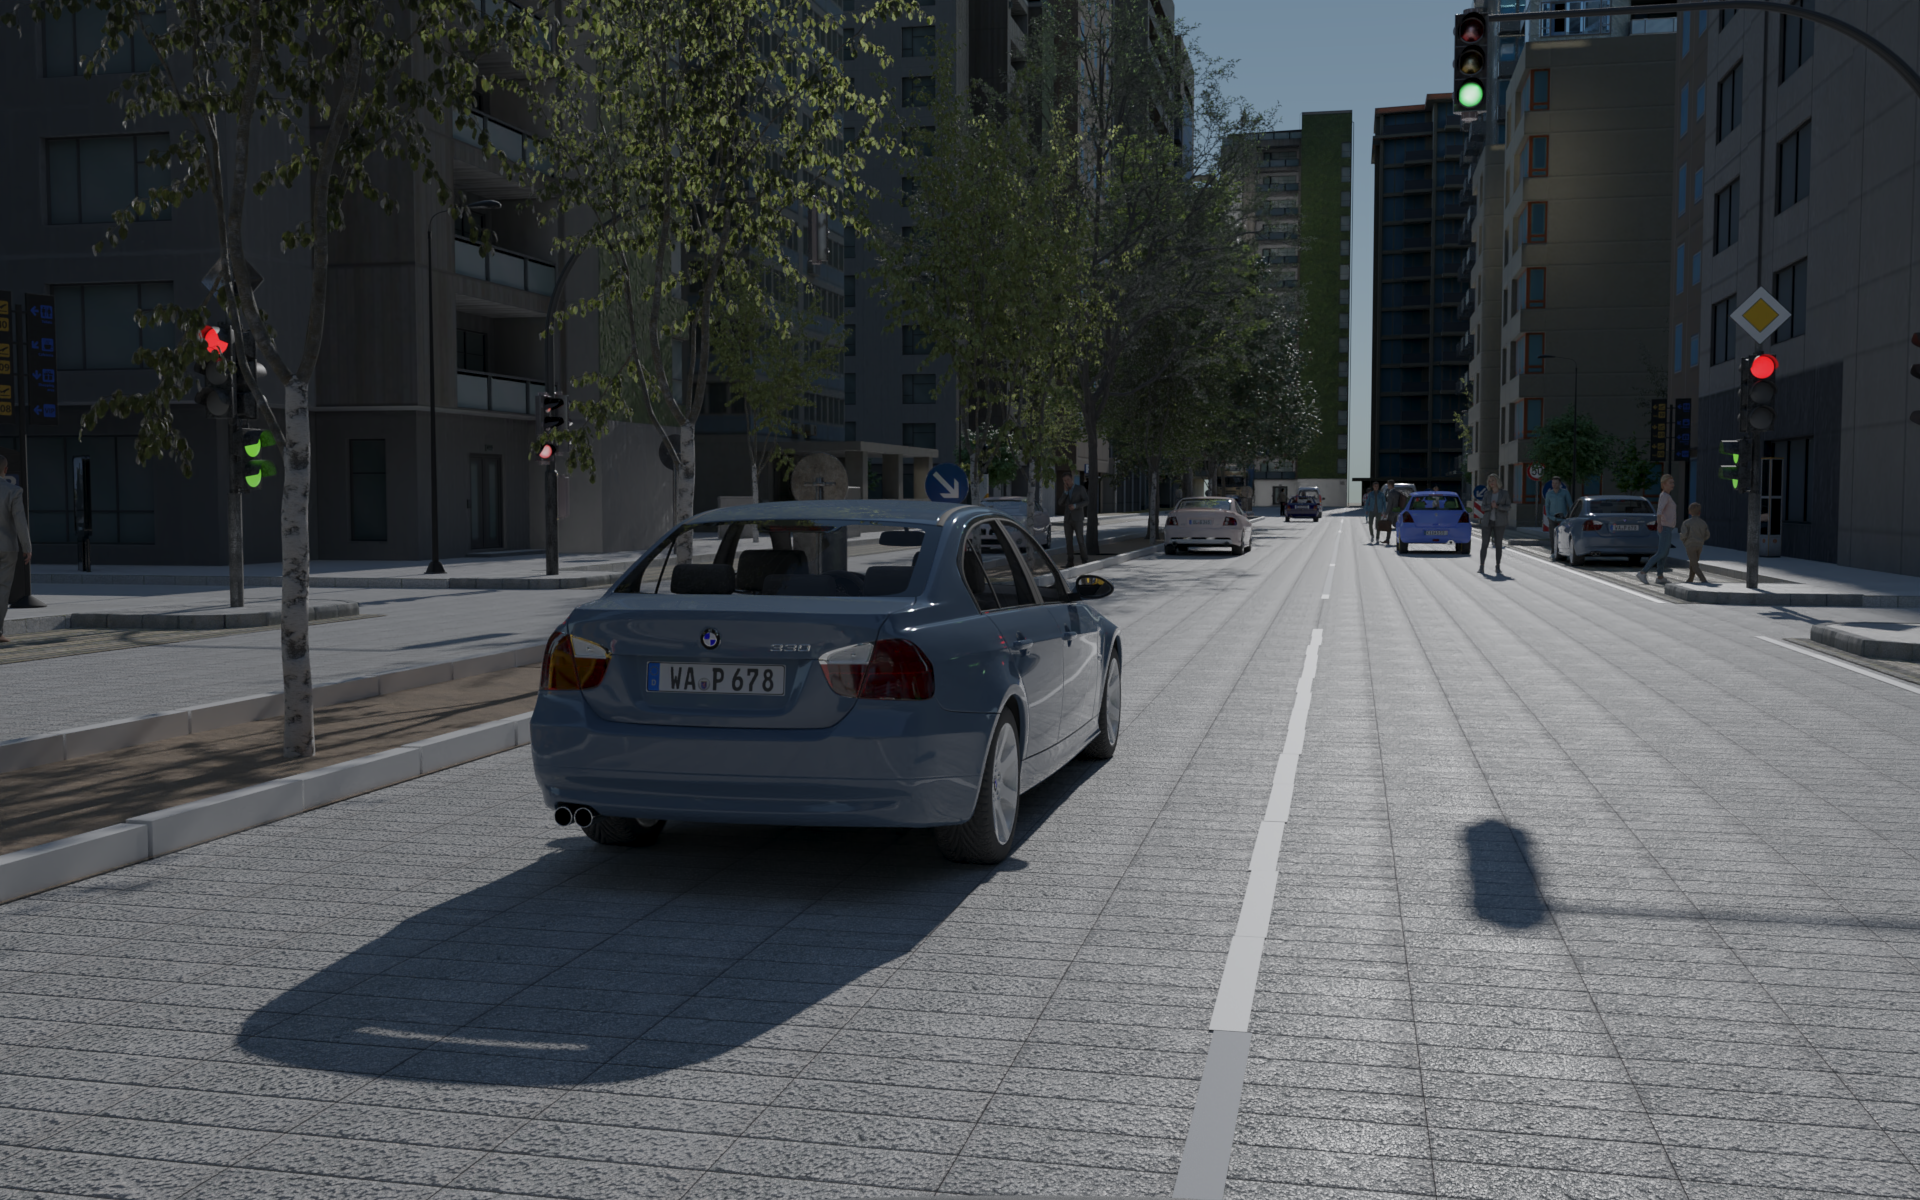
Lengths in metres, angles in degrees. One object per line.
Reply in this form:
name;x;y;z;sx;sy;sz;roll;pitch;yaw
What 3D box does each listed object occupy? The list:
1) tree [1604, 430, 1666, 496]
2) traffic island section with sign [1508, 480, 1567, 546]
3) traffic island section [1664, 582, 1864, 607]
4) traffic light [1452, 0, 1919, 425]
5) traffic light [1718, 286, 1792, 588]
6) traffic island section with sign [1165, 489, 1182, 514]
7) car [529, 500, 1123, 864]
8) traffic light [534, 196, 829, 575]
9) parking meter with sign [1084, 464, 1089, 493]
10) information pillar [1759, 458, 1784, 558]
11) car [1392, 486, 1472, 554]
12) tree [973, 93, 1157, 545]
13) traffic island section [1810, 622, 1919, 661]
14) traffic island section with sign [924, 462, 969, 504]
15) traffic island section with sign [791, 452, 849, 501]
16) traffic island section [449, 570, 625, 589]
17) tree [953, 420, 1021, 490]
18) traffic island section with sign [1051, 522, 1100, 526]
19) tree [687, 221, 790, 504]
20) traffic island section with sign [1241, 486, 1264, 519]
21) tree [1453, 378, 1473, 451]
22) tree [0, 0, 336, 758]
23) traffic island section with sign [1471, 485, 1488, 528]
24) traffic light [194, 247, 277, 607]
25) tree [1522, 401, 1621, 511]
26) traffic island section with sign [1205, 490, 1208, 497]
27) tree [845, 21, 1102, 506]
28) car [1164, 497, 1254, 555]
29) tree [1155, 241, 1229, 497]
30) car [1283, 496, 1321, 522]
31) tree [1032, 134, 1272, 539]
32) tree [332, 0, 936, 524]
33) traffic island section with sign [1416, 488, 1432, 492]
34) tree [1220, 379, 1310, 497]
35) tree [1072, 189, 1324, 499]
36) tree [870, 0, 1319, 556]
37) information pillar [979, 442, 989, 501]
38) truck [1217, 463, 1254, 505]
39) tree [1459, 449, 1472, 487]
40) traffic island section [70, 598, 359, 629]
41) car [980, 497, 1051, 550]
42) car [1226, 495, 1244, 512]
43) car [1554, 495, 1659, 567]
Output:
tree;20.253;-3.525;52.233;1.663;3.219;1.824;0;3;0
traffic island section with sign;16.335;-2.419;48.179;1.989;1.847;2.006;1;4;13
traffic island section;10.824;-0.082;23.622;2.009;0.180;2.903;1;4;13
traffic light;6.980;-2.530;16.041;4.771;5.953;1.251;1;4;13
traffic light;10.787;-2.116;23.517;0.839;4.253;0.868;1;4;13
traffic island section with sign;16.103;-7.225;126.758;1.989;1.847;2.006;1;4;13
car;-0.352;0.237;8.135;2.014;1.417;4.499;1;4;14
traffic light;-4.391;-3.196;26.927;4.771;5.953;1.251;1;4;13
parking meter with sign;7.521;-6.307;99.375;0.543;3.016;1.738;0;4;-4
information pillar;16.390;-1.865;34.992;0.304;2.012;0.304;-1;4;-11
car;11.645;-2.024;42.686;1.945;1.707;3.694;1;4;12
tree;1.337;-4.845;32.042;4.360;8.622;3.978;0;3;0
traffic island section;9.078;0.395;15.830;2.009;0.180;2.903;1;4;13
traffic island section with sign;-0.054;-1.075;25.705;2.006;1.907;1.989;1;4;13
traffic island section with sign;-1.683;-0.633;18.478;2.006;1.907;1.989;1;4;13
traffic island section;-6.488;-0.319;27.493;2.009;0.180;2.903;1;4;13
tree;1.216;-5.658;76.230;4.285;4.588;4.351;0;3;0
traffic island section with sign;5.275;-4.270;78.448;1.989;1.847;2.006;1;4;13
tree;-5.214;-5.818;45.488;4.737;8.622;4.395;0;3;0
traffic island section with sign;16.370;-5.559;99.033;2.006;1.907;1.989;1;4;13
tree;30.712;-9.186;100.557;4.360;8.622;3.978;0;3;0
tree;-3.555;-3.460;9.391;4.360;8.622;3.978;0;3;0
traffic island section with sign;22.236;-4.028;74.483;1.989;1.847;2.006;1;4;13
traffic light;-8.198;-1.874;19.557;0.839;4.253;0.868;1;4;13
tree;21.457;-4.737;61.163;4.285;4.588;4.351;0;3;0
traffic island section with sign;22.010;-8.838;153.124;1.989;1.847;2.006;1;4;13
tree;0.244;-4.526;26.821;4.737;8.622;4.395;0;3;0
car;6.055;-1.816;42.053;2.083;1.381;4.827;1;4;13
tree;5.447;-5.861;48.642;4.360;8.622;3.978;0;3;0
car;17.818;-4.754;90.307;1.945;1.354;3.894;1;4;11
tree;6.061;-8.193;54.545;7.486;12.596;7.792;0;3;0
tree;-2.319;-3.794;14.845;4.360;8.622;3.978;0;3;0
traffic island section with sign;33.096;-6.990;122.920;1.989;1.847;2.006;1;4;13
tree;13.215;-9.115;85.900;8.767;10.594;7.601;1;4;13
tree;8.296;-8.772;62.887;9.611;12.733;9.660;0;3;0
tree;3.093;-7.777;39.974;12.009;13.543;11.850;0;3;0
information pillar;0.988;-4.962;72.484;0.183;3.616;0.504;-3;5;-44
truck;23.455;-9.713;147.715;2.839;4.237;11.283;1;4;14
tree;32.705;-7.571;107.496;4.285;4.588;4.351;0;3;0
traffic island section;-8.234;0.158;19.700;2.009;0.180;2.903;1;4;13
car;1.148;-1.910;43.589;2.083;1.381;4.827;1;4;12
car;20.229;-7.146;129.422;1.945;1.354;3.894;1;4;14
car;13.235;-1.428;35.357;2.014;1.417;4.499;1;4;13
